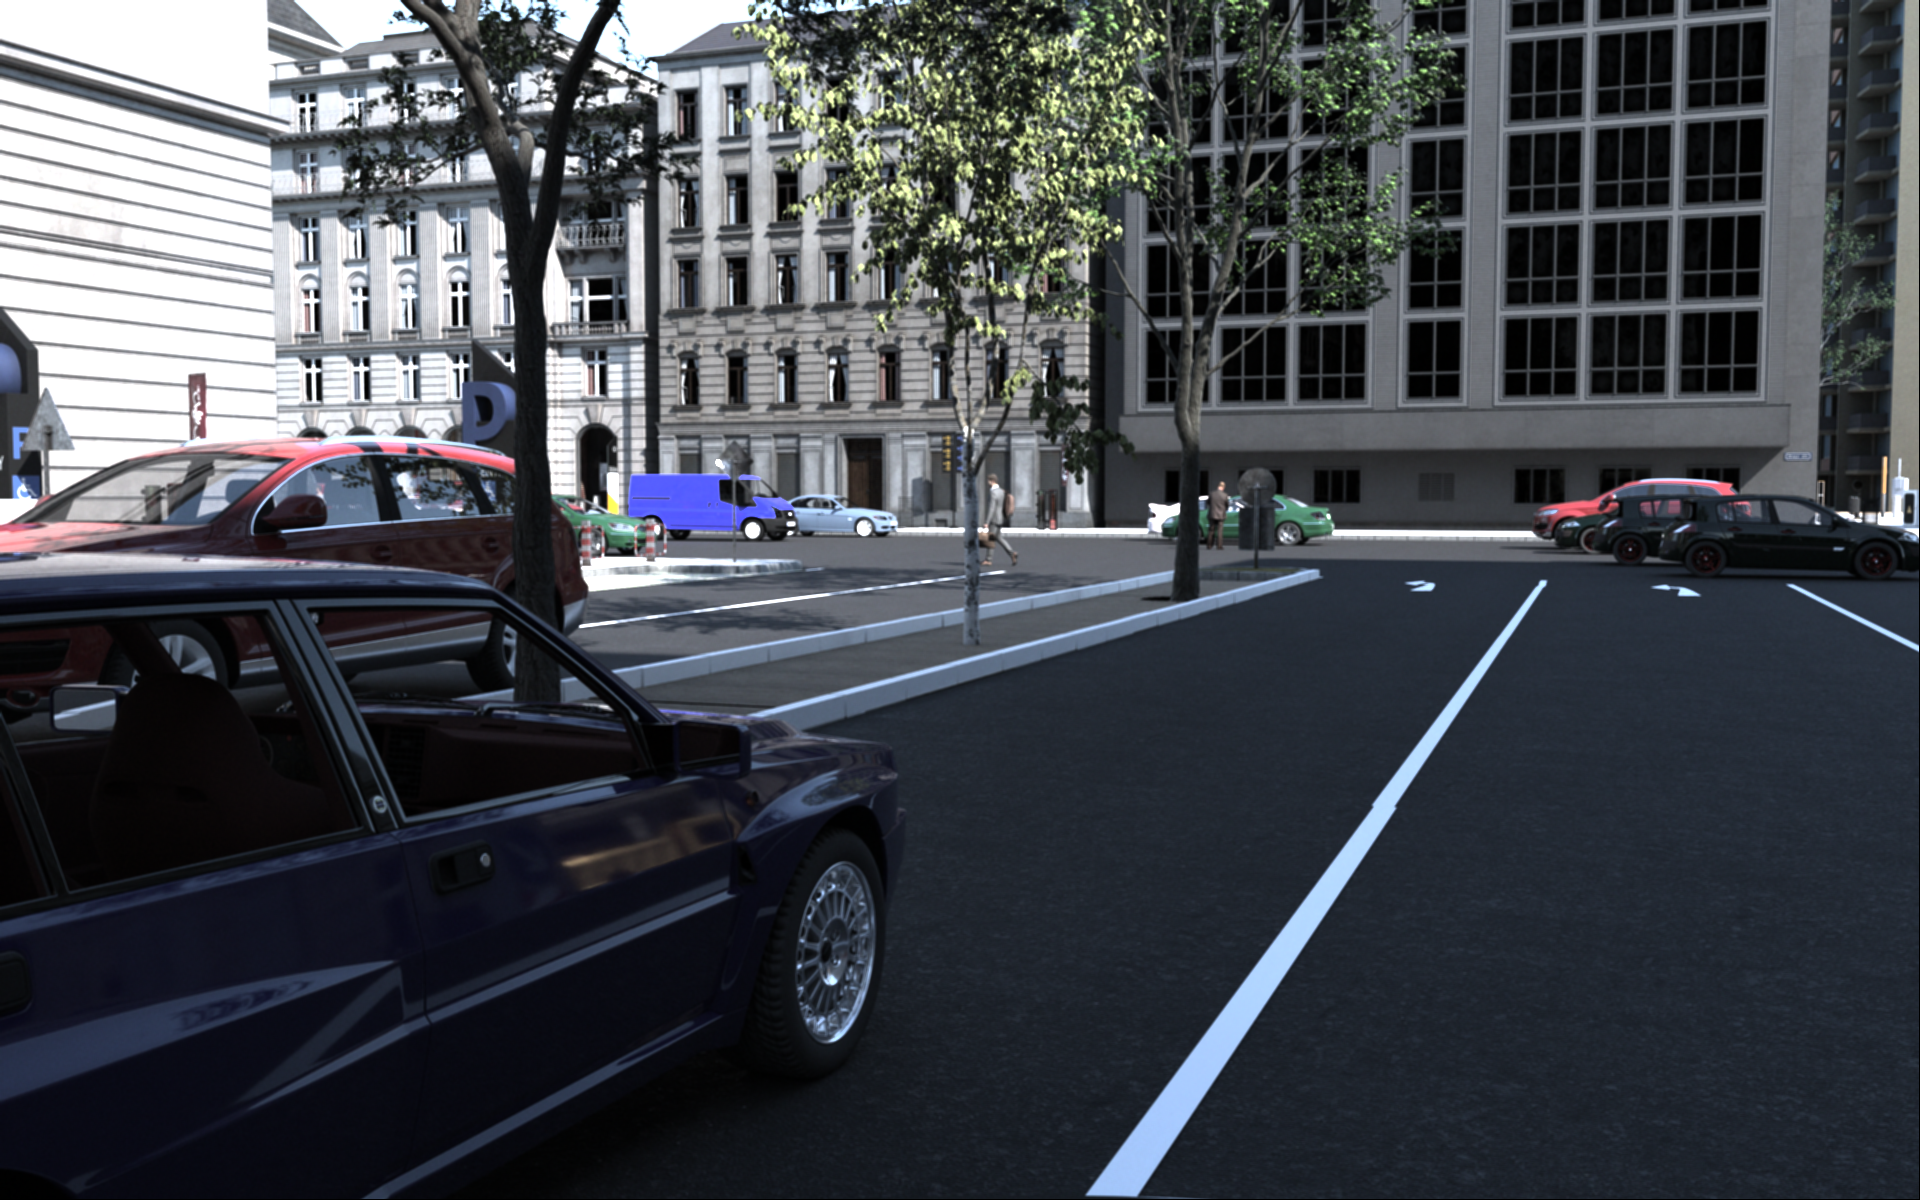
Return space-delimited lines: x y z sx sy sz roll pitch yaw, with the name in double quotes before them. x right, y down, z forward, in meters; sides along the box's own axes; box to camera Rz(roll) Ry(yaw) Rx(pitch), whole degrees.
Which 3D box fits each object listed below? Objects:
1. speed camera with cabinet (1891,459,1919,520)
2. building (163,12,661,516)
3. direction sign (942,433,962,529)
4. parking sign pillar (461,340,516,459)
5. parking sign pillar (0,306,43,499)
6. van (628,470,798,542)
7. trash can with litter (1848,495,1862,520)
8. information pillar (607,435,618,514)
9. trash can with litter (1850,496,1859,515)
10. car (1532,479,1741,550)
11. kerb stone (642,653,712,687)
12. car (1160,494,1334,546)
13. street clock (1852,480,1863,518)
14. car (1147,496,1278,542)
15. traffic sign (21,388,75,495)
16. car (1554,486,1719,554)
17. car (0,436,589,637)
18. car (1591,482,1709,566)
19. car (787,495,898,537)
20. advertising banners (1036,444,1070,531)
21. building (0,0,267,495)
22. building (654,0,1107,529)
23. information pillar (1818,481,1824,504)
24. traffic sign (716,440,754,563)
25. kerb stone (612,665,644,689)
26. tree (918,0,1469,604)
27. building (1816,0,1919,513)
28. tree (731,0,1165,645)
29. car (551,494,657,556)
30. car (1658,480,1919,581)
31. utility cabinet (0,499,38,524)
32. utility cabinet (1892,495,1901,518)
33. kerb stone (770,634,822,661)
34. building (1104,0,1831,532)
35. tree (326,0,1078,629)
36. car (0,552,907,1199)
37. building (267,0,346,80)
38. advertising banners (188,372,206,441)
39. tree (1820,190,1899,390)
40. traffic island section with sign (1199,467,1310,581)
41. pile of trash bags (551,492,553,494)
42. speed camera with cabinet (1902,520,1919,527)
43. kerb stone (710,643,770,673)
"speed camera with cabinet" 52.821 -6.215 95.958 0.660 3.252 2.038 -3 5 -43
"building" -21.579 -14.529 79.355 24.055 21.916 13.314 1 4 20
"direction sign" -0.227 -4.408 64.061 0.876 3.537 0.379 1 4 13
"parking sign pillar" -8.006 -2.536 29.939 1.447 3.967 1.447 2 4 32
"parking sign pillar" -12.240 -2.053 22.040 1.447 3.967 1.447 2 4 34
"van" -7.602 -3.008 53.557 5.245 2.365 2.240 1 4 19
"trash can with litter" 44.242 -4.617 86.549 2.233 1.210 1.678 1 4 16
"information pillar" -13.829 -4.748 68.983 0.183 3.616 0.504 3 4 37
"trash can with litter" 54.256 -5.719 104.890 0.624 1.170 1.055 1 4 17
"car" 17.471 -2.187 44.436 5.304 1.827 2.281 1 4 22
"kerb stone" -2.215 0.547 13.263 0.120 0.150 1.000 1 4 20
"car" 8.144 -2.295 49.317 4.920 1.459 2.131 1 4 21
"street clock" 47.624 -5.343 91.936 0.471 2.002 0.358 1 4 9
"car" 8.104 -2.462 52.624 4.827 1.381 2.083 1 4 21
"traffic sign" -11.160 -1.295 21.179 0.884 2.594 0.081 1 4 22
"car" 16.442 -1.935 41.416 4.222 1.686 2.009 1 4 19
"car" -4.536 -0.155 11.214 2.281 1.827 5.304 1 4 22
"car" 14.918 -1.526 34.738 4.222 1.686 2.009 1 4 20
"car" -4.325 -2.860 58.756 4.499 1.417 2.014 1 4 18
"advertising banners" 3.261 -3.952 60.805 0.090 3.025 2.074 -2 4 -30
"building" -24.937 -11.428 28.652 24.055 21.916 13.314 1 4 20
"building" -2.116 -13.519 70.186 18.267 20.994 9.793 1 4 20
"information pillar" 49.026 -5.759 98.647 0.304 2.012 0.304 2 4 26
"traffic sign" -4.213 -1.755 32.330 0.795 2.450 0.064 1 4 20
"kerb stone" -2.577 0.605 12.301 0.120 0.150 1.000 1 4 20
"tree" 3.071 -5.773 22.595 9.928 11.665 9.643 0 3 0
"building" 75.882 -29.055 129.666 22.147 44.769 28.867 1 4 20
"tree" 0.066 -3.857 15.887 4.737 8.622 4.395 0 3 0
"car" -9.543 -1.797 41.173 4.920 1.459 2.131 1 4 19
"car" 14.303 -1.226 29.825 4.222 1.686 2.009 1 4 20
"utility cabinet" -11.370 -0.570 20.479 1.020 1.237 0.306 -3 5 -42
"utility cabinet" 49.704 -4.939 91.914 0.306 1.237 1.020 1 4 20
"kerb stone" -1.497 0.428 15.192 0.120 0.150 1.000 1 4 20
"building" 18.404 -16.566 64.358 24.014 27.812 14.314 1 4 20
"tree" -2.163 -4.439 9.441 8.767 10.594 7.601 1 4 20
"car" -1.528 0.557 3.479 1.945 1.354 3.894 1 4 22
"building" -43.866 -18.355 87.499 23.554 28.519 14.401 1 4 20
"advertising banners" -11.627 -1.802 25.648 2.074 3.025 0.090 3 5 41
"tree" 52.993 -15.570 110.465 12.611 20.169 13.585 0 3 0
"traffic island section with sign" 4.893 -1.292 29.261 2.006 1.907 1.989 1 4 20
"pile of trash bags" -17.632 -3.631 69.113 3.447 1.369 1.912 1 4 22
"speed camera with cabinet" 37.333 -4.441 66.954 0.660 3.252 2.038 0 4 -3
"kerb stone" -1.861 0.487 14.233 0.120 0.150 1.000 1 4 20
